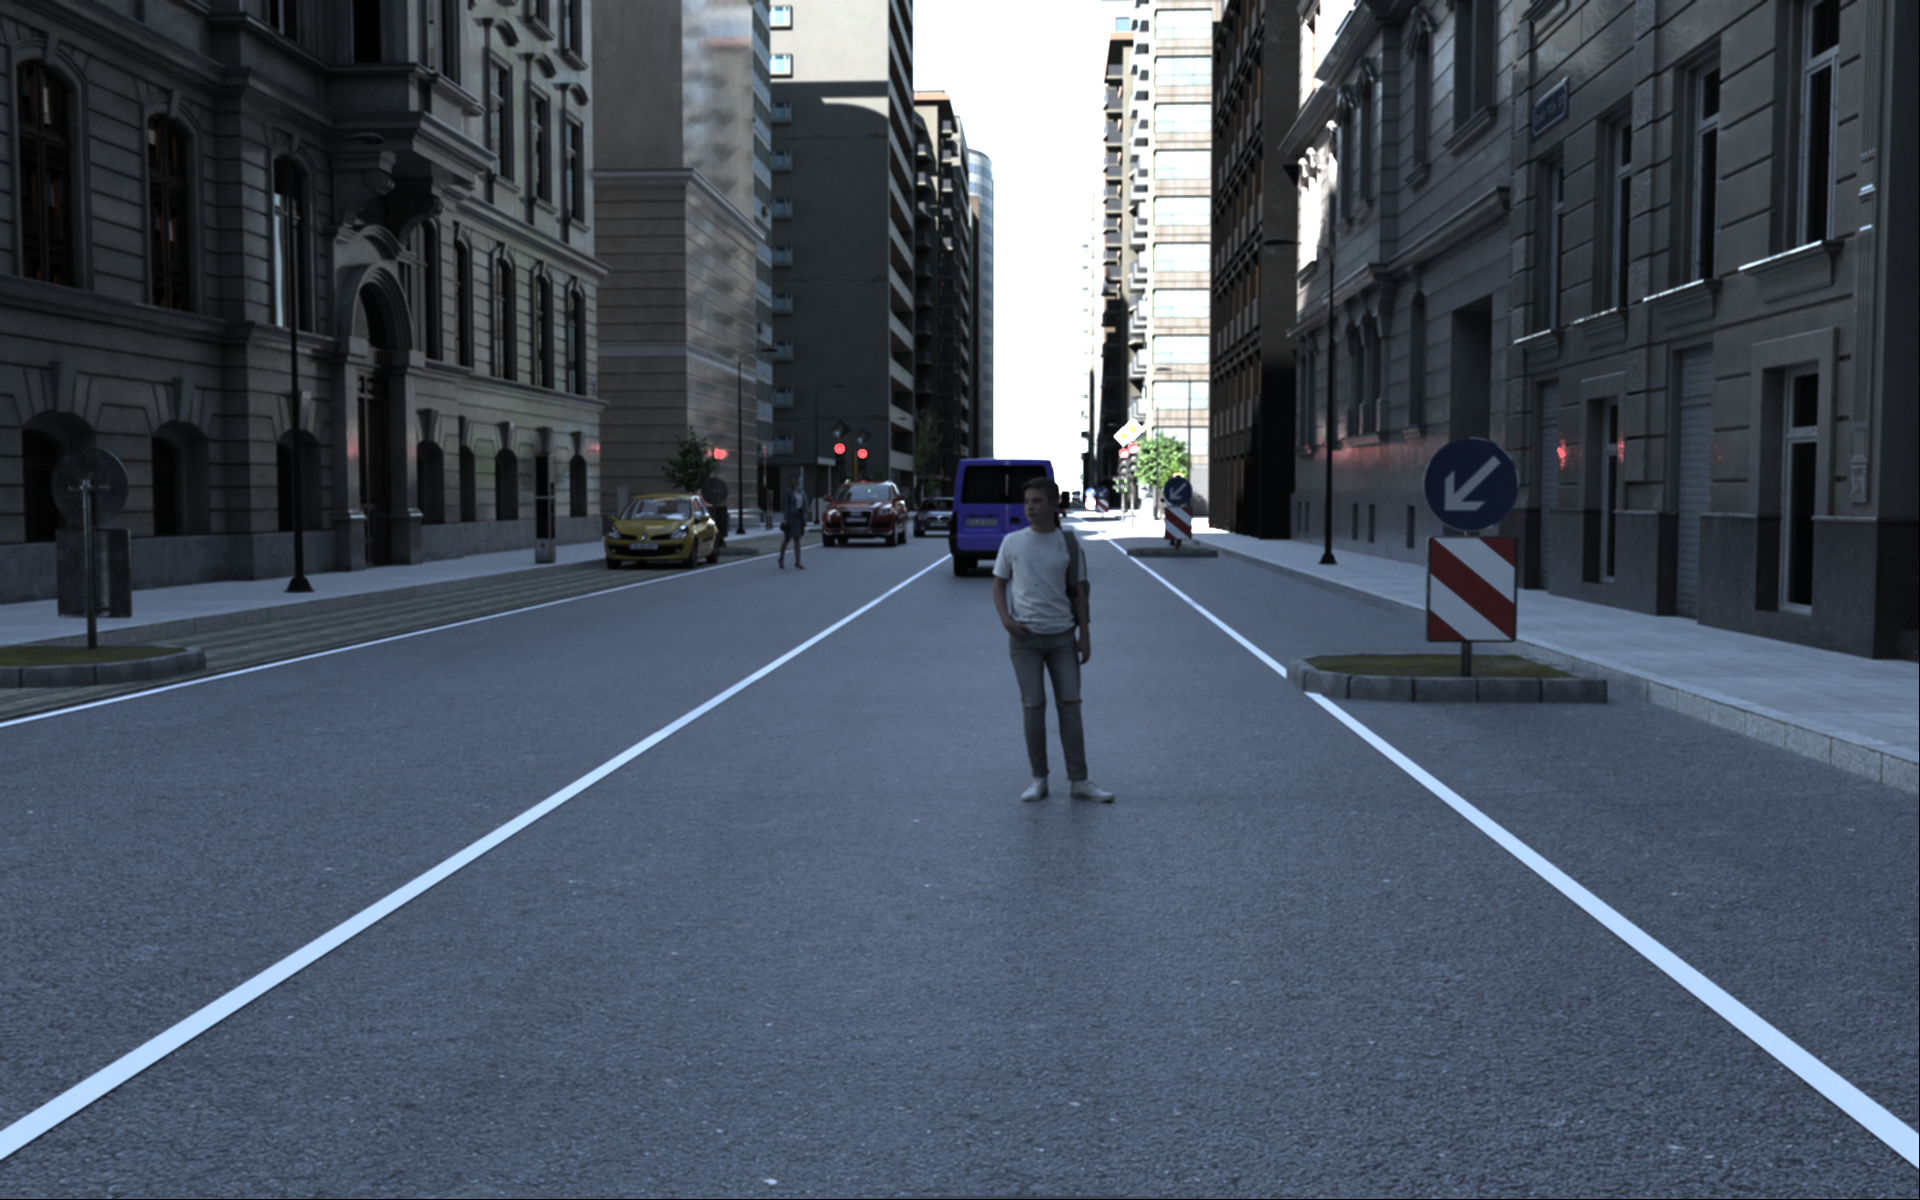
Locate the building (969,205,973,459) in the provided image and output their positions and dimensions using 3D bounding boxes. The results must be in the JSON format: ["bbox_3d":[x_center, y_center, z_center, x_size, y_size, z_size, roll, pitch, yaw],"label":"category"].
[{"bbox_3d":[-5.550,-33.956,238.779,14.154,41.232,14.086,0,4,3],"label":"building"}]

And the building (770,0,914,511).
[{"bbox_3d":[-14.641,-30.409,120.882,21.300,48.544,21.600,0,4,3],"label":"building"}]

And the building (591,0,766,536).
[{"bbox_3d":[-17.527,-16.669,58.448,20.117,28.700,13.634,0,4,3],"label":"building"}]

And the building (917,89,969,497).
[{"bbox_3d":[-10.032,-35.978,211.948,21.300,48.544,21.600,0,4,3],"label":"building"}]

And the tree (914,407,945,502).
[{"bbox_3d":[-3.320,-11.783,143.011,4.737,8.622,4.395,0,3,0],"label":"tree"}]

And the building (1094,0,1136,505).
[{"bbox_3d":[26.731,-40.724,207.840,21.231,58.520,28.212,0,4,3],"label":"building"}]

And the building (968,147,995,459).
[{"bbox_3d":[-5.139,-45.706,289.297,21.231,58.520,28.212,0,4,3],"label":"building"}]

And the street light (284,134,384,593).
[{"bbox_3d":[-8.125,-3.056,22.509,1.470,5.913,1.316,0,4,3],"label":"street light"}]

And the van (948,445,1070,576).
[{"bbox_3d":[0.917,-1.693,32.070,2.240,2.365,5.245,0,4,3],"label":"van"}]

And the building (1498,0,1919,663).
[{"bbox_3d":[12.664,-13.100,11.451,12.463,27.353,25.104,0,4,3],"label":"building"}]

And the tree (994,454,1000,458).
[{"bbox_3d":[5.828,-21.874,307.999,4.360,8.622,3.978,0,3,0],"label":"tree"}]

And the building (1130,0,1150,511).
[{"bbox_3d":[24.326,-31.285,131.114,23.786,49.044,30.456,0,4,3],"label":"building"}]

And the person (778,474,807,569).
[{"bbox_3d":[-3.225,-1.514,33.270,0.581,1.822,0.654,-3,4,-37],"label":"person"}]

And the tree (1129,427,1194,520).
[{"bbox_3d":[10.562,-6.531,90.489,4.285,4.588,4.351,0,3,0],"label":"tree"}]

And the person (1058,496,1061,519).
[{"bbox_3d":[5.532,-5.534,99.212,0.641,1.798,0.478,2,4,25],"label":"person"}]

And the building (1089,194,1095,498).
[{"bbox_3d":[24.825,-33.892,237.724,14.154,41.232,14.086,0,4,3],"label":"building"}]

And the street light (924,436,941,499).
[{"bbox_3d":[-2.266,-10.111,137.857,1.470,5.913,1.316,0,4,3],"label":"street light"}]

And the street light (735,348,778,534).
[{"bbox_3d":[-6.481,-5.059,55.250,1.470,5.913,1.316,0,4,3],"label":"street light"}]

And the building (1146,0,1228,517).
[{"bbox_3d":[17.996,-25.555,101.421,14.154,41.232,14.086,0,4,3],"label":"building"}]

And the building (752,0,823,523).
[{"bbox_3d":[-22.414,-24.042,84.975,32.217,40.220,23.993,0,4,3],"label":"building"}]

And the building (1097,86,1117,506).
[{"bbox_3d":[22.210,-32.807,186.508,14.600,45.320,14.200,0,4,3],"label":"building"}]

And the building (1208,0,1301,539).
[{"bbox_3d":[15.023,-13.834,55.867,12.332,23.373,15.834,0,4,3],"label":"building"}]

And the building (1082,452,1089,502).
[{"bbox_3d":[29.862,-57.873,258.887,22.319,86.520,31.000,0,4,3],"label":"building"}]

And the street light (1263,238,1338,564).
[{"bbox_3d":[6.209,-3.613,31.610,1.470,5.913,1.316,0,4,3],"label":"street light"}]

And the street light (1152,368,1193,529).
[{"bbox_3d":[7.877,-5.574,63.674,1.470,5.913,1.316,0,4,3],"label":"street light"}]

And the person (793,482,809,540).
[{"bbox_3d":[-5.060,-2.792,54.172,0.660,1.820,0.620,-1,4,-9],"label":"person"}]

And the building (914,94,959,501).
[{"bbox_3d":[-11.565,-32.556,186.921,22.147,44.769,28.867,0,4,3],"label":"building"}]

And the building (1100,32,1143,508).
[{"bbox_3d":[24.645,-31.156,164.028,22.147,44.769,28.867,0,4,3],"label":"building"}]

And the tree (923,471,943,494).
[{"bbox_3d":[-2.363,-9.317,146.932,1.663,3.219,1.824,0,3,0],"label":"tree"}]

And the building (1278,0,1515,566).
[{"bbox_3d":[14.792,-15.190,35.745,14.401,28.519,23.554,0,4,3],"label":"building"}]

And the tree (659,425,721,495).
[{"bbox_3d":[-7.608,-3.300,48.550,1.663,3.219,1.824,0,3,0],"label":"tree"}]

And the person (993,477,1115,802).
[{"bbox_3d":[0.436,0.182,8.121,0.503,1.515,0.523,-2,4,-33],"label":"person"}]

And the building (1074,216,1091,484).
[{"bbox_3d":[31.286,-41.044,290.669,23.786,49.044,30.456,0,4,3],"label":"building"}]

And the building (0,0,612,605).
[{"bbox_3d":[-15.723,-12.882,29.699,14.460,24.649,34.723,0,4,3],"label":"building"}]

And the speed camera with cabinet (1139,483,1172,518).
[{"bbox_3d":[10.670,-6.051,93.265,2.038,3.252,0.660,0,4,-6],"label":"speed camera with cabinet"}]

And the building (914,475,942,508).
[{"bbox_3d":[-18.062,-28.691,160.975,32.217,40.220,23.993,0,4,3],"label":"building"}]

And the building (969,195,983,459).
[{"bbox_3d":[-3.873,-36.856,252.704,14.600,45.320,14.200,0,4,3],"label":"building"}]

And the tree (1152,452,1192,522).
[{"bbox_3d":[9.793,-5.144,78.699,1.663,3.219,1.824,0,3,0],"label":"tree"}]

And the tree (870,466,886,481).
[{"bbox_3d":[-5.040,-7.020,109.377,1.663,3.219,1.824,0,3,0],"label":"tree"}]

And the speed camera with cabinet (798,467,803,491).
[{"bbox_3d":[-8.223,-6.343,98.050,2.038,3.252,0.660,0,4,0],"label":"speed camera with cabinet"}]
